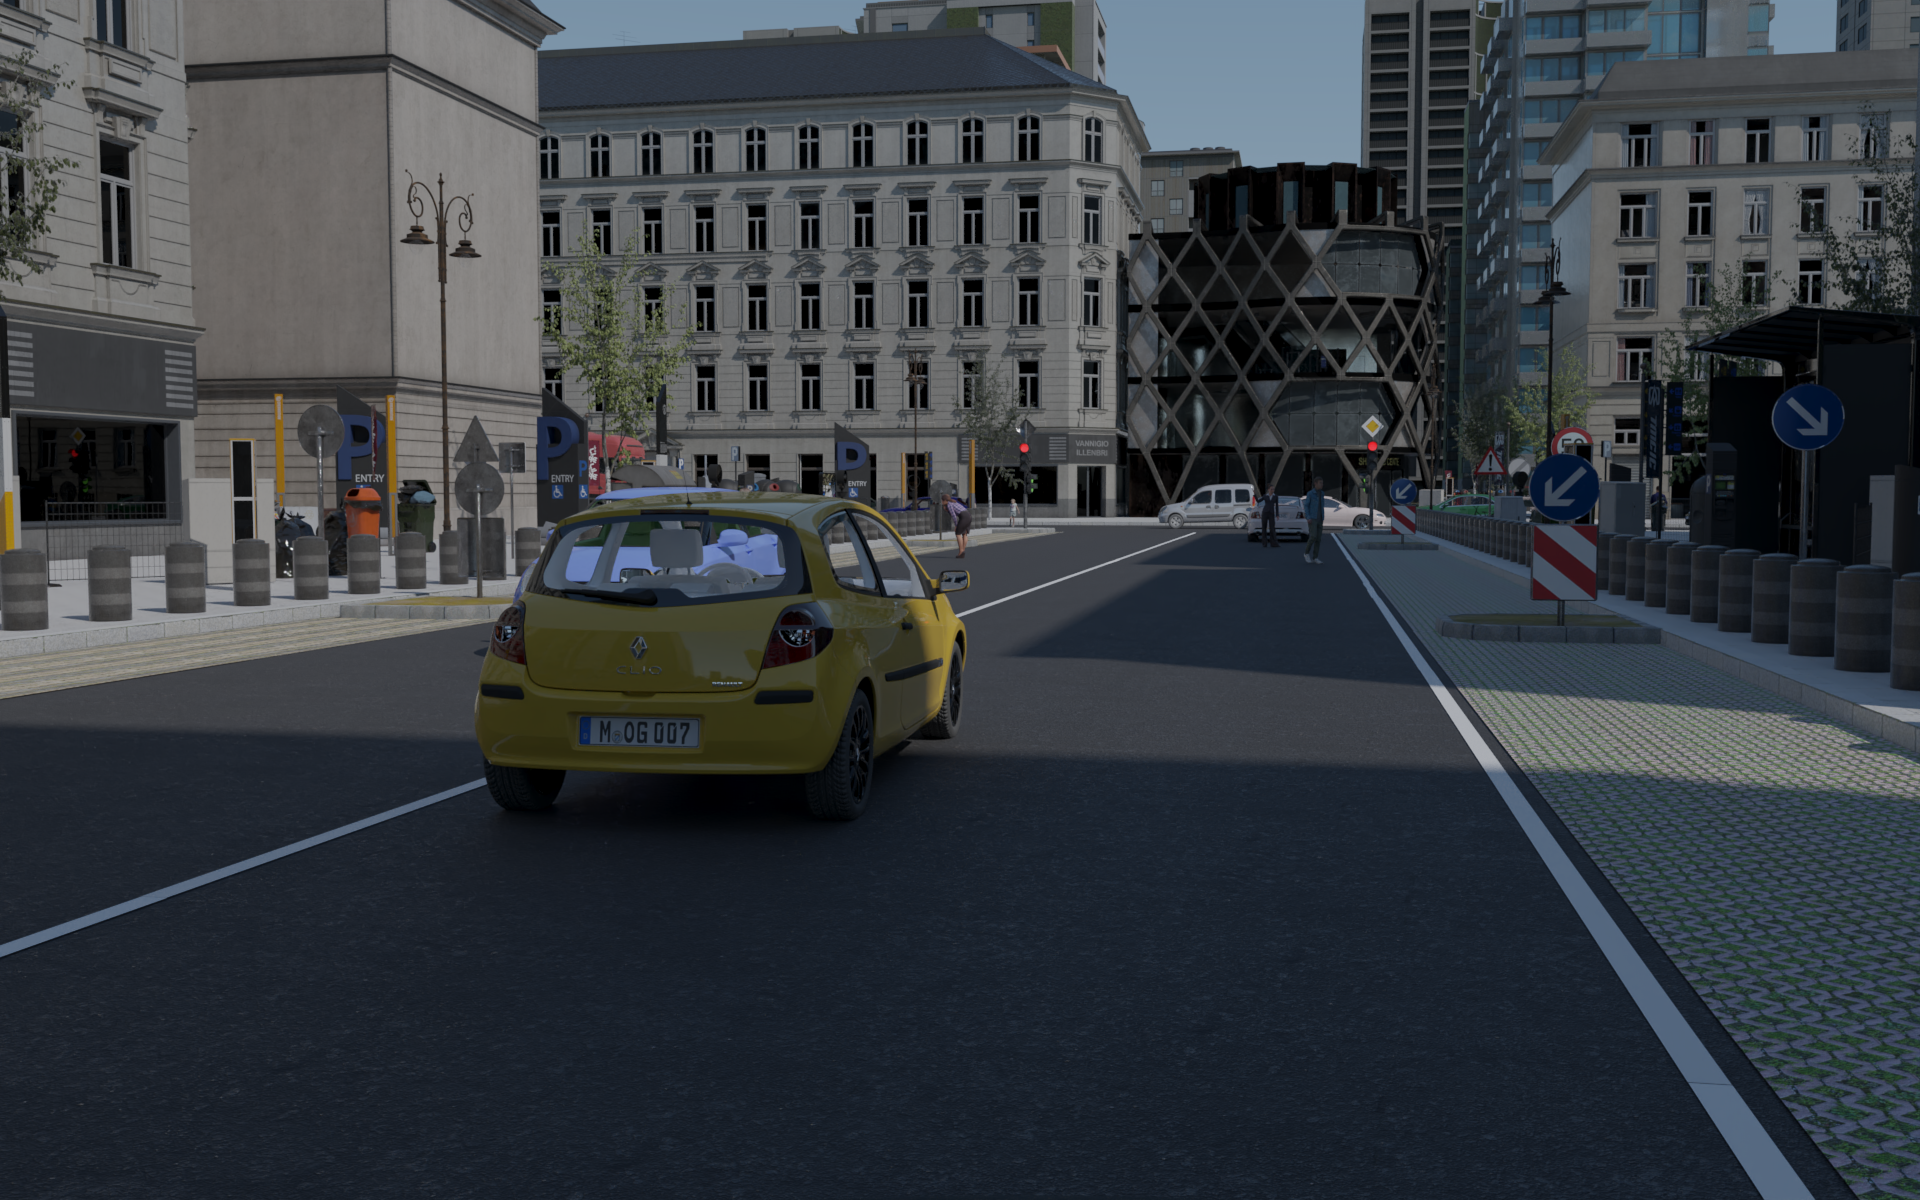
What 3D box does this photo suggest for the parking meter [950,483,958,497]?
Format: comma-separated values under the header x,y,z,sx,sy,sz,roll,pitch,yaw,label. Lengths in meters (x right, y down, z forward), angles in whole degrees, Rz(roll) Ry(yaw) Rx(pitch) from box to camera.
x,y,z,sx,sy,sz,roll,pitch,yaw,label
-0.320,-5.027,87.898,0.399,1.863,0.255,0,4,-8,parking meter

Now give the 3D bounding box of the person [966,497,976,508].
x,y,z,sx,sy,sz,roll,pitch,yaw,label
0.377,-3.577,69.197,0.471,1.553,0.569,-1,4,-14,person

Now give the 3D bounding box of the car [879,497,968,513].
x,y,z,sx,sy,sz,roll,pitch,yaw,label
-1.366,-3.573,70.997,3.894,1.354,1.945,1,4,11,car

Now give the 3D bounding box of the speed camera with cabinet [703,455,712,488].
x,y,z,sx,sy,sz,roll,pitch,yaw,label
-12.532,-5.684,87.272,0.660,3.252,2.038,-1,4,-16,speed camera with cabinet

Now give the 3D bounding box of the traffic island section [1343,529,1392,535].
x,y,z,sx,sy,sz,roll,pitch,yaw,label
14.709,-2.422,61.876,2.009,0.180,2.903,1,4,11,traffic island section

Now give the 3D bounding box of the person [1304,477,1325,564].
x,y,z,sx,sy,sz,roll,pitch,yaw,label
7.304,-1.641,35.670,0.601,1.785,0.444,-2,4,-26,person

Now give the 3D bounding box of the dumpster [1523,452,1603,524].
x,y,z,sx,sy,sz,roll,pitch,yaw,label
13.795,-2.275,39.683,1.502,2.255,1.985,1,4,11,dumpster

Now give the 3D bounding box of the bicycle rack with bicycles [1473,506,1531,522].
x,y,z,sx,sy,sz,roll,pitch,yaw,label
16.598,-2.445,53.359,2.925,0.926,2.852,0,4,-7,bicycle rack with bicycles

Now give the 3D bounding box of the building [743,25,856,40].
x,y,z,sx,sy,sz,roll,pitch,yaw,label
-21.015,-50.790,268.660,20.611,71.187,20.563,1,4,11,building

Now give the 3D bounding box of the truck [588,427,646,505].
x,y,z,sx,sy,sz,roll,pitch,yaw,label
-17.974,-5.076,71.912,11.283,4.237,2.839,1,4,13,truck

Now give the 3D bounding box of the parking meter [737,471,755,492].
x,y,z,sx,sy,sz,roll,pitch,yaw,label
-5.384,-2.317,43.599,0.255,1.863,0.399,3,5,39,parking meter

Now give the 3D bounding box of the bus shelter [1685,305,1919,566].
x,y,z,sx,sy,sz,roll,pitch,yaw,label
11.776,-2.031,24.498,1.731,3.624,6.357,1,4,11,bus shelter

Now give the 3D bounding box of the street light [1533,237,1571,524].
x,y,z,sx,sy,sz,roll,pitch,yaw,label
10.705,-3.588,31.446,0.468,5.910,1.993,1,4,11,street light

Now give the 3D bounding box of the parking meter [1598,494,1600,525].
x,y,z,sx,sy,sz,roll,pitch,yaw,label
21.950,-3.096,59.024,0.372,1.533,0.369,0,3,0,parking meter

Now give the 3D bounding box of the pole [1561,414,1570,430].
x,y,z,sx,sy,sz,roll,pitch,yaw,label
15.425,-3.081,44.218,0.158,3.312,0.155,0,3,0,pole

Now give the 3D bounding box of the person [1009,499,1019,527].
x,y,z,sx,sy,sz,roll,pitch,yaw,label
2.385,-3.828,76.103,0.505,1.210,0.382,1,4,20,person

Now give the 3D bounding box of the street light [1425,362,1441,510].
x,y,z,sx,sy,sz,roll,pitch,yaw,label
16.630,-5.396,61.006,0.468,5.910,1.993,1,4,11,street light

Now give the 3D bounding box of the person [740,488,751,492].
x,y,z,sx,sy,sz,roll,pitch,yaw,label
-4.012,-1.371,33.119,0.471,1.553,0.569,1,4,18,person

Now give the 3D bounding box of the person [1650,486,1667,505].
x,y,z,sx,sy,sz,roll,pitch,yaw,label
25.979,-3.377,64.418,0.576,1.737,0.504,1,4,16,person

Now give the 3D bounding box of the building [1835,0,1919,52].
x,y,z,sx,sy,sz,roll,pitch,yaw,label
104.163,-45.611,183.994,20.611,71.187,20.563,1,4,11,building

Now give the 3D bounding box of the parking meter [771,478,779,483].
x,y,z,sx,sy,sz,roll,pitch,yaw,label
-6.589,-3.393,61.190,0.399,1.863,0.255,1,4,10,parking meter

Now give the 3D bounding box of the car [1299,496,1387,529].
x,y,z,sx,sy,sz,roll,pitch,yaw,label
14.647,-3.496,69.528,4.827,1.381,2.083,1,4,12,car

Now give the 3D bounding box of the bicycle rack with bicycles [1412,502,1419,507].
x,y,z,sx,sy,sz,roll,pitch,yaw,label
31.368,-6.222,115.110,2.925,0.926,2.852,1,4,19,bicycle rack with bicycles

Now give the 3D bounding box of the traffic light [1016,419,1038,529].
x,y,z,sx,sy,sz,roll,pitch,yaw,label
2.447,-4.603,64.182,0.839,4.253,0.868,1,4,11,traffic light

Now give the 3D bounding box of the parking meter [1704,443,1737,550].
x,y,z,sx,sy,sz,roll,pitch,yaw,label
8.609,-0.851,19.628,0.255,1.863,0.399,1,4,10,parking meter

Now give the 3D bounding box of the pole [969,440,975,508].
x,y,z,sx,sy,sz,roll,pitch,yaw,label
0.443,-4.366,65.225,0.158,3.312,0.155,0,3,0,pole

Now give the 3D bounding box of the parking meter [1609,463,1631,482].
x,y,z,sx,sy,sz,roll,pitch,yaw,label
12.440,-1.646,32.631,0.399,1.863,0.255,1,4,11,parking meter

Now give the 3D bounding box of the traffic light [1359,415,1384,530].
x,y,z,sx,sy,sz,roll,pitch,yaw,label
14.671,-4.456,61.770,0.839,4.253,0.868,1,4,11,traffic light

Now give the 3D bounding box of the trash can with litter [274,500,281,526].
x,y,z,sx,sy,sz,roll,pitch,yaw,label
-13.569,-1.339,33.288,1.055,1.170,0.624,0,4,-7,trash can with litter

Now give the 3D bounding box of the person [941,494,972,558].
x,y,z,sx,sy,sz,roll,pitch,yaw,label
-0.084,-1.647,38.661,0.697,1.427,0.421,1,4,15,person

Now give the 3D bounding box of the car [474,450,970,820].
x,y,z,sx,sy,sz,roll,pitch,yaw,label
-1.032,0.066,9.142,2.015,1.641,3.980,1,4,9,car

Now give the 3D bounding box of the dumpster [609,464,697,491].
x,y,z,sx,sy,sz,roll,pitch,yaw,label
-6.175,-1.772,34.723,1.264,1.857,1.865,1,4,11,dumpster

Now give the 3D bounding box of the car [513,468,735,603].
x,y,z,sx,sy,sz,roll,pitch,yaw,label
-2.802,-0.409,16.277,1.945,1.707,3.694,1,4,11,car

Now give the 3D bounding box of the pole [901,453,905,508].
x,y,z,sx,sy,sz,roll,pitch,yaw,label
-2.805,-5.589,85.225,0.158,3.312,0.155,0,3,0,pole

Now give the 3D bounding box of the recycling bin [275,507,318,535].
x,y,z,sx,sy,sz,roll,pitch,yaw,label
-13.225,-1.346,34.559,0.722,1.027,0.722,-2,4,-29,recycling bin

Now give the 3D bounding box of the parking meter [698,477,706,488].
x,y,z,sx,sy,sz,roll,pitch,yaw,label
-8.811,-3.267,59.129,0.255,1.863,0.399,0,4,-4,parking meter

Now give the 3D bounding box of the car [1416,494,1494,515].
x,y,z,sx,sy,sz,roll,pitch,yaw,label
20.629,-3.633,71.197,4.920,1.459,2.131,1,4,12,car

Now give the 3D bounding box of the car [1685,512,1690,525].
x,y,z,sx,sy,sz,roll,pitch,yaw,label
31.363,-3.649,69.453,4.222,1.686,2.009,1,4,10,car

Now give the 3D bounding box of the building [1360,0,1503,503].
x,y,z,sx,sy,sz,roll,pitch,yaw,label
68.524,-49.696,250.787,20.611,71.187,20.563,1,4,11,building

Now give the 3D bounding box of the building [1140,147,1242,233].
x,y,z,sx,sy,sz,roll,pitch,yaw,label
30.998,-41.198,262.822,27.495,52.752,28.713,1,4,11,building

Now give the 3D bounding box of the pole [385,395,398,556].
x,y,z,sx,sy,sz,roll,pitch,yaw,label
-11.768,-2.570,35.857,0.158,3.312,0.155,0,3,0,pole

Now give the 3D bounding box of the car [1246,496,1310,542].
x,y,z,sx,sy,sz,roll,pitch,yaw,label
9.824,-2.501,53.255,2.083,1.381,4.827,1,4,11,car

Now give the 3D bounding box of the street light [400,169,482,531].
x,y,z,sx,sy,sz,roll,pitch,yaw,label
-7.466,-3.198,25.080,0.468,5.910,1.993,1,4,11,street light

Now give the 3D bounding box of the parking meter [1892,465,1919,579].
x,y,z,sx,sy,sz,roll,pitch,yaw,label
8.320,-0.407,15.069,0.372,1.533,0.369,0,3,0,parking meter

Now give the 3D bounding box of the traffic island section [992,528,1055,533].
x,y,z,sx,sy,sz,roll,pitch,yaw,label
2.410,-2.571,64.325,2.009,0.180,2.903,1,4,11,traffic island section

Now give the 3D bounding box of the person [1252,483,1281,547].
x,y,z,sx,sy,sz,roll,pitch,yaw,label
8.239,-2.283,46.627,0.742,1.727,0.445,-2,4,-24,person

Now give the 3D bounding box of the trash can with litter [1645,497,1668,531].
x,y,z,sx,sy,sz,roll,pitch,yaw,label
23.760,-2.946,59.559,1.055,1.170,0.624,1,4,15,trash can with litter

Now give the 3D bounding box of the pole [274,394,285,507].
x,y,z,sx,sy,sz,roll,pitch,yaw,label
-13.898,-2.542,35.407,0.158,3.312,0.155,0,3,0,pole

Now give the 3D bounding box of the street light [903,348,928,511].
x,y,z,sx,sy,sz,roll,pitch,yaw,label
-1.406,-5.020,54.870,0.468,5.910,1.993,1,4,11,street light
